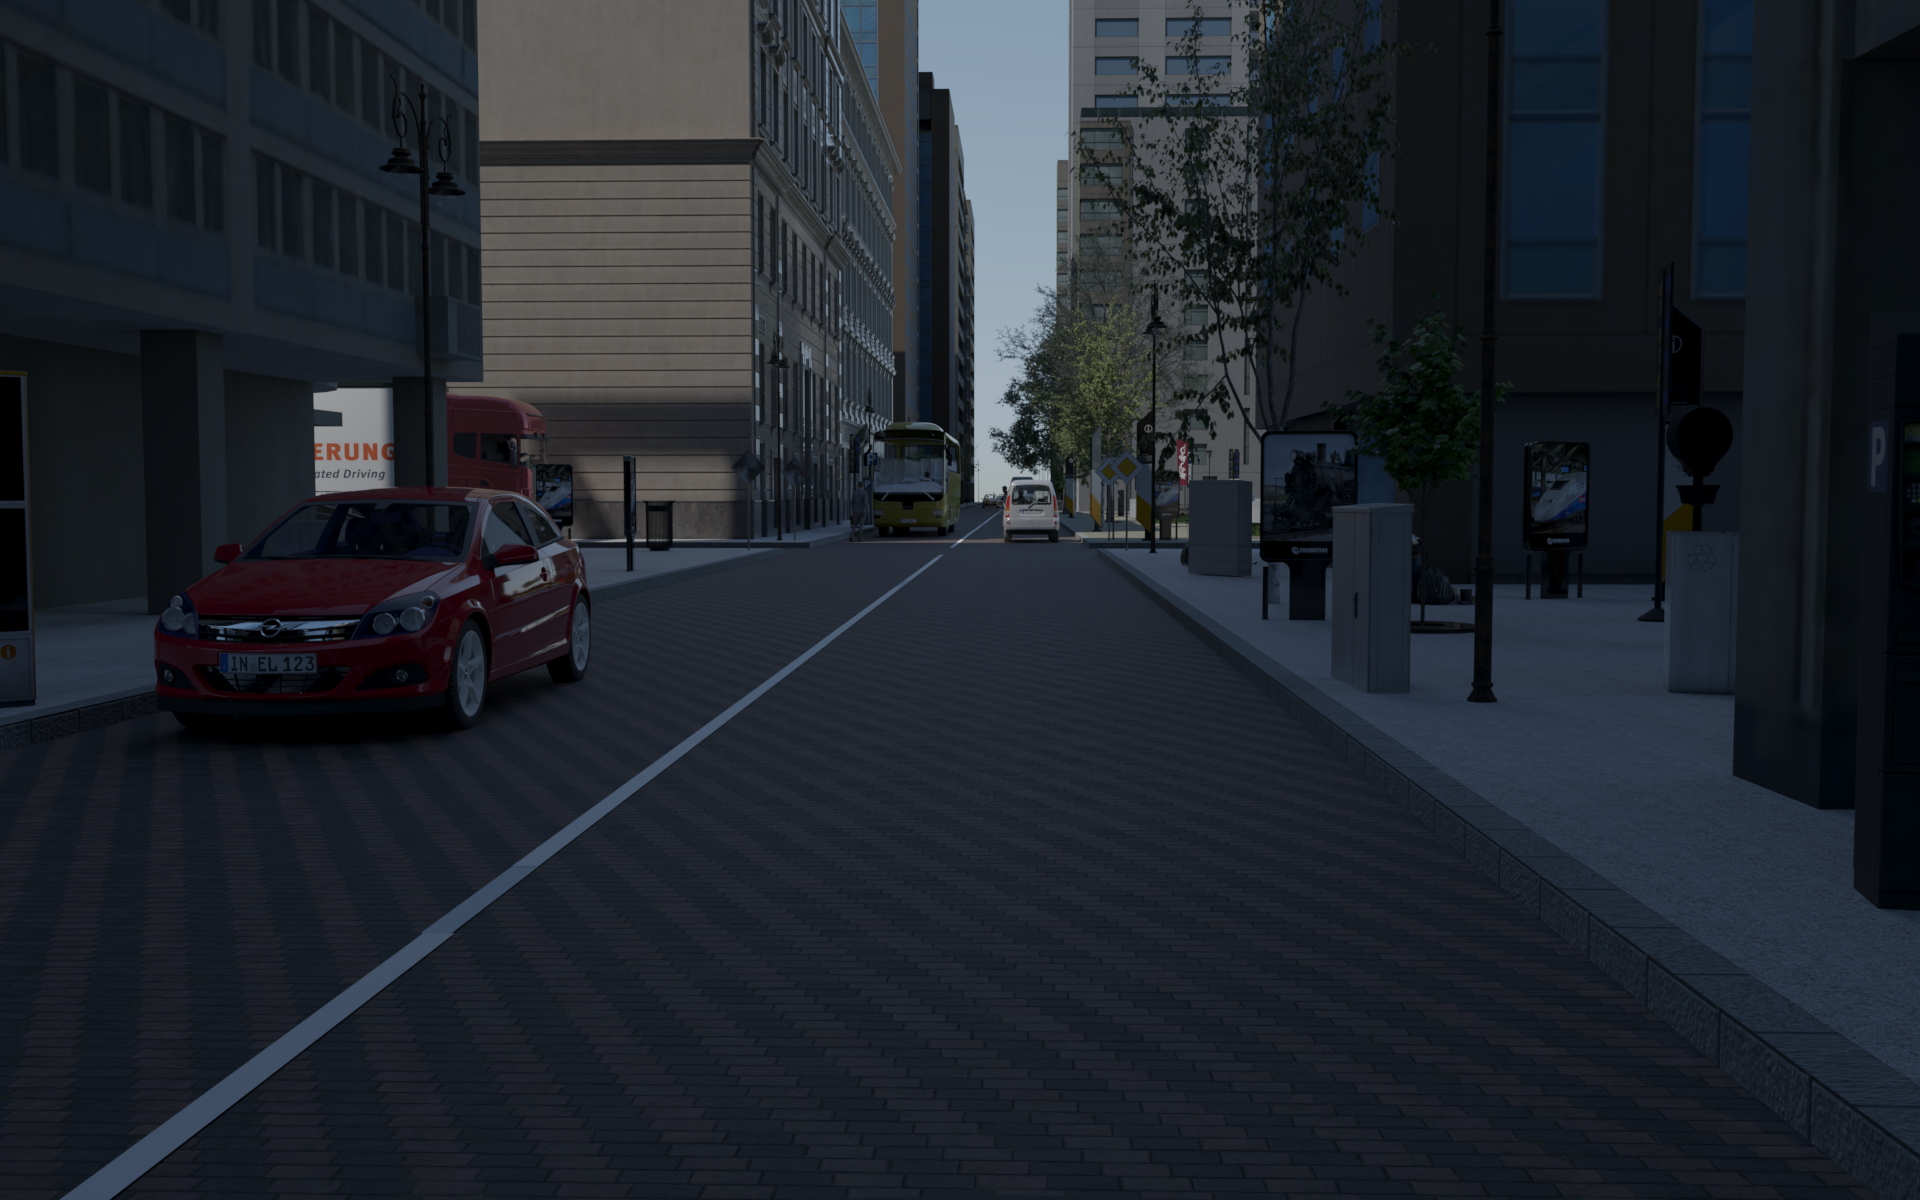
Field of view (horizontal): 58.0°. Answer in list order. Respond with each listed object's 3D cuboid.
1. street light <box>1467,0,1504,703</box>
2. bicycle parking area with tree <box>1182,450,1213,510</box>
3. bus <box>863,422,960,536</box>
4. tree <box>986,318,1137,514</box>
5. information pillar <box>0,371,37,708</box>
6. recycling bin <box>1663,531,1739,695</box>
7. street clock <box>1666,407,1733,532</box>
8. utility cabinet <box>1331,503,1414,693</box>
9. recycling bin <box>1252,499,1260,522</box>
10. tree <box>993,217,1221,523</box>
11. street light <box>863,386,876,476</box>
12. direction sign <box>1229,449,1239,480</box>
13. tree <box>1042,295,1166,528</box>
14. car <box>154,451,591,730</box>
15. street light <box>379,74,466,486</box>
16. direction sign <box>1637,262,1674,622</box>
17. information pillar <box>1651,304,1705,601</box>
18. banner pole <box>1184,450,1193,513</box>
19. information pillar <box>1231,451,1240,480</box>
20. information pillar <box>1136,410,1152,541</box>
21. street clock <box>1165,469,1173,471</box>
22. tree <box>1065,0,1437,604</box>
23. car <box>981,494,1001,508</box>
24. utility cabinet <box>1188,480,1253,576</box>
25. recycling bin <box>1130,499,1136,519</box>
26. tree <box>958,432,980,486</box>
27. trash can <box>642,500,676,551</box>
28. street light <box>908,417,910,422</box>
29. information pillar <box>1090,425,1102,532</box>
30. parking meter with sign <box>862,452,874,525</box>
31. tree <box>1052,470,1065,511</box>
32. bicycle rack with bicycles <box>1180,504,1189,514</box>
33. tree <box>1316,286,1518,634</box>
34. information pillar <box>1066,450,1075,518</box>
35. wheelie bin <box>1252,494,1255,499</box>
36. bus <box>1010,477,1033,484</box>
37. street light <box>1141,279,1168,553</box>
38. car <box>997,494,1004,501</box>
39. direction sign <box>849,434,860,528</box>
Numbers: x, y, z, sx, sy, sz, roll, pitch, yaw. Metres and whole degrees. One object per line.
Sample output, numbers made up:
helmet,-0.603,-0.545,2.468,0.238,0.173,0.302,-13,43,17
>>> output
street light,3.233,-2.309,10.546,0.468,5.910,1.993,0,4,2
bicycle parking area with tree,18.959,-7.784,114.274,8.231,4.147,9.016,0,4,3
bus,-1.478,-4.342,62.544,2.896,3.916,12.252,0,4,2
tree,6.865,-11.847,110.704,9.611,12.733,9.660,0,3,0
information pillar,-5.805,-0.364,10.439,0.304,2.012,0.304,3,5,45
recycling bin,5.030,0.073,11.365,0.722,1.027,0.722,1,4,19
street clock,6.190,-0.610,14.547,0.471,2.002,0.358,0,3,0
utility cabinet,2.744,-0.028,11.618,0.306,1.237,1.020,0,4,-1
recycling bin,10.719,-3.114,63.473,0.722,1.027,0.722,1,4,10
tree,6.654,-10.250,77.960,12.009,13.543,11.850,0,3,0
street light,-3.890,-6.225,74.569,0.468,5.910,1.993,0,4,2
direction sign,13.737,-5.810,86.993,0.379,3.537,0.876,3,5,41
tree,5.516,-7.032,65.342,4.737,8.622,4.395,0,3,0
car,-3.829,-0.174,11.888,2.155,1.783,4.494,0,4,2
street light,-6.053,-2.868,19.678,0.468,5.910,1.993,0,4,2
direction sign,7.044,-1.553,17.384,0.379,3.537,0.876,1,4,14
information pillar,8.557,-1.789,20.603,0.183,3.616,0.504,-3,5,-45
banner pole,11.220,-5.825,85.262,0.401,3.779,0.863,-2,4,-29
information pillar,15.004,-6.302,94.397,0.504,3.616,0.183,-1,4,-10
information pillar,5.077,-3.428,47.396,0.504,3.616,0.183,1,4,9
street clock,6.098,-2.837,50.954,0.358,2.002,0.471,-1,4,-17
tree,3.589,-4.278,20.308,4.360,8.622,3.978,0,3,0
car,3.125,-10.105,175.442,2.015,1.641,3.980,0,4,2
utility cabinet,4.094,-1.134,27.221,0.318,1.500,1.173,-2,4,-32
recycling bin,9.186,-4.679,89.051,0.722,1.027,0.722,-1,4,-13
tree,0.059,-15.238,199.509,4.360,8.622,3.978,0,3,0
trash can,-6.787,-1.679,39.104,0.748,1.137,0.748,0,3,0
street light,-3.001,-7.904,102.015,0.468,5.910,1.993,0,4,2
information pillar,4.625,-4.138,59.008,0.183,3.616,0.504,3,5,45
parking meter with sign,-3.805,-4.616,71.728,0.543,3.016,1.738,0,4,6
tree,7.698,-8.552,134.433,1.663,3.219,1.824,0,3,0
bicycle rack with bicycles,12.346,-4.731,90.740,2.925,0.926,2.852,2,4,27
tree,4.418,-1.319,16.162,1.663,3.219,1.824,0,3,0
information pillar,5.897,-6.206,92.822,0.504,3.616,0.183,2,4,32
wheelie bin,11.119,-3.688,68.209,0.980,1.594,0.693,1,4,13
bus,6.933,-11.886,189.202,2.948,3.499,13.247,0,4,3
street light,4.195,-3.957,37.487,0.468,5.910,1.993,0,4,2
car,6.704,-16.023,270.778,1.959,1.807,4.718,0,4,1
direction sign,-3.970,-4.481,65.260,0.379,3.537,0.876,1,4,20
